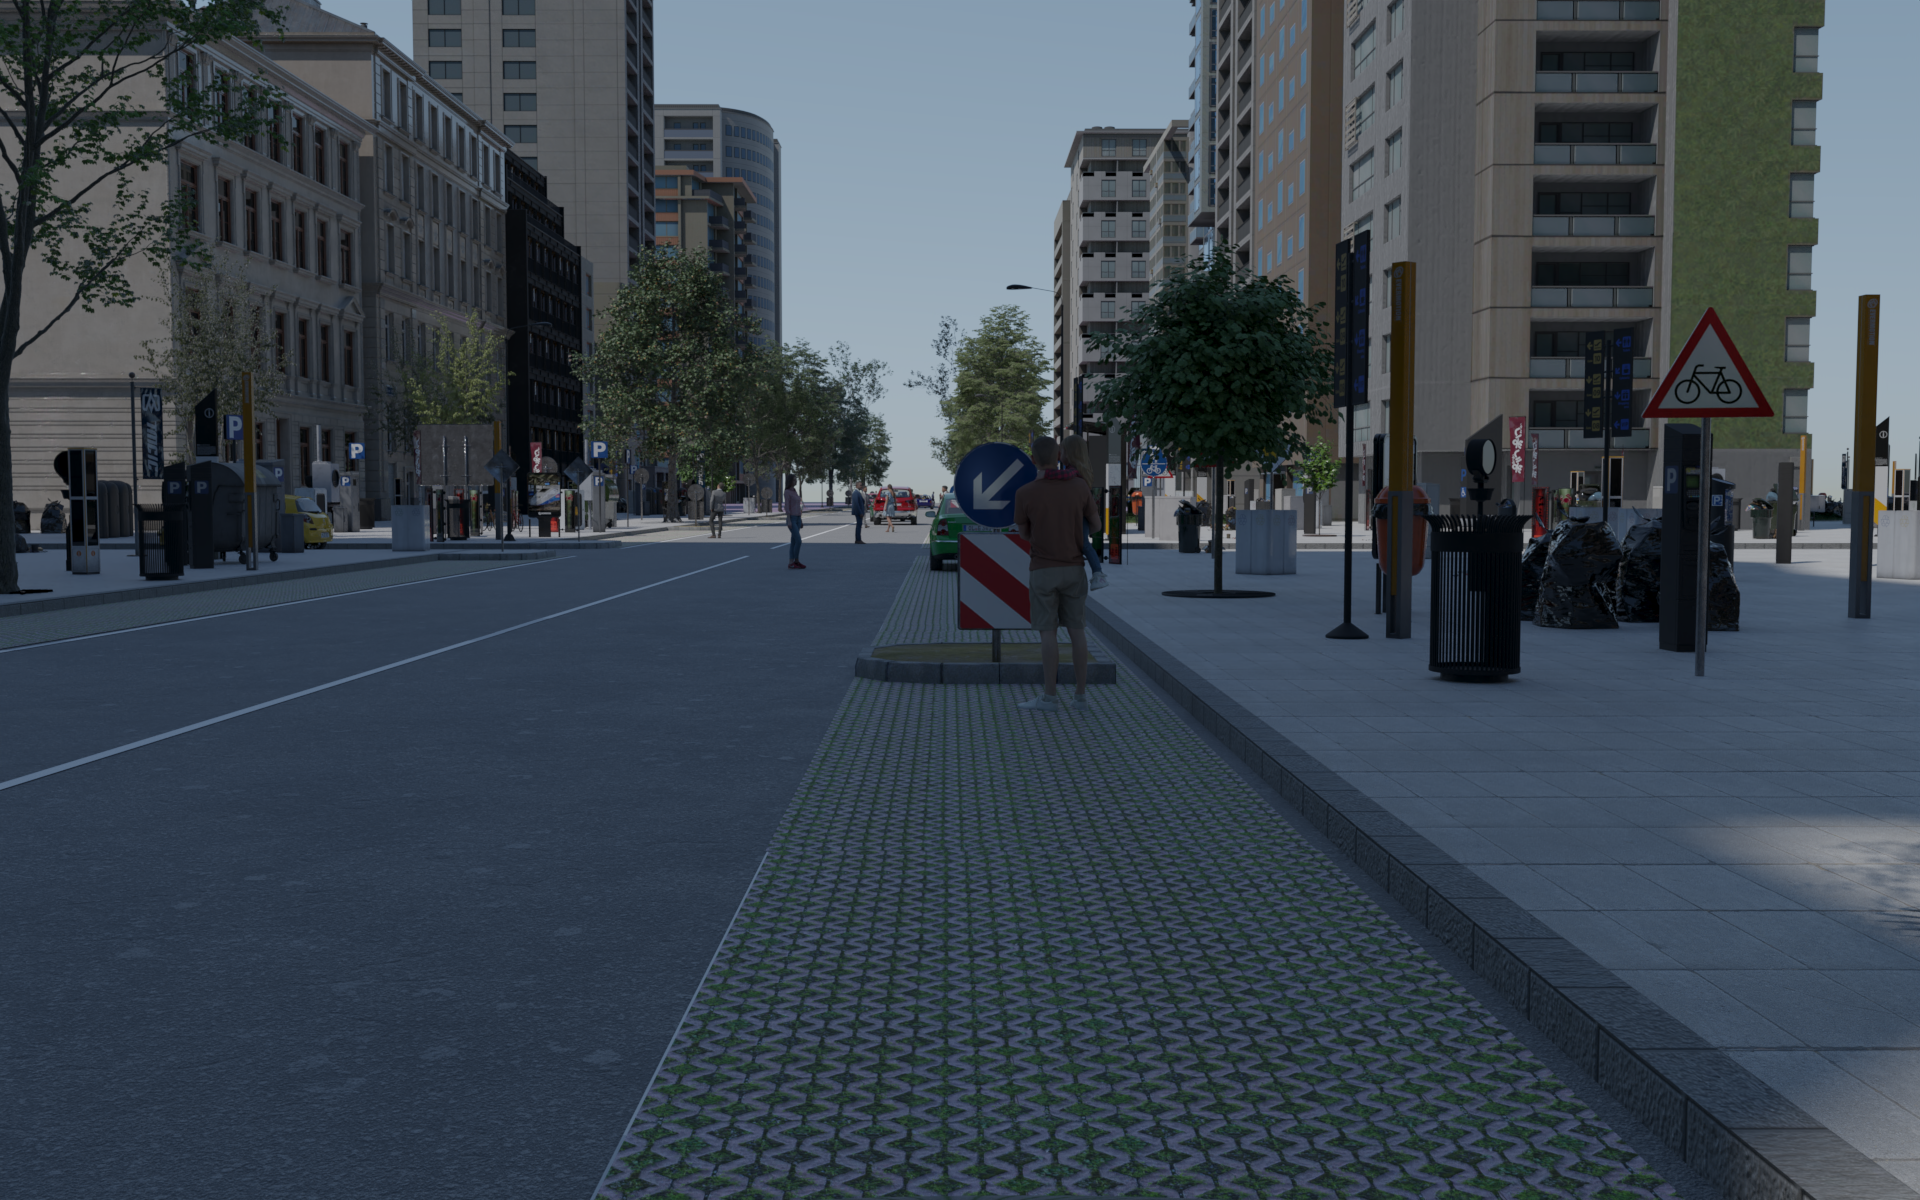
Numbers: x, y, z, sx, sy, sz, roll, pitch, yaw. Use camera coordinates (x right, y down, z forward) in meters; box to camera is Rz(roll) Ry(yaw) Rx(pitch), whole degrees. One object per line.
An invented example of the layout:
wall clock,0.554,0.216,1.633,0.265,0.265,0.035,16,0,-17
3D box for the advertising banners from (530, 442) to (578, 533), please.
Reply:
advertising banners,-13.580,-3.773,57.874,2.074,3.025,0.090,2,4,31

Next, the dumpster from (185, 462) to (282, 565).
dumpster,-13.552,-1.616,32.176,1.264,1.857,1.865,0,4,0

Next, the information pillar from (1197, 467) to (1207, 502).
information pillar,11.915,-5.738,85.168,0.504,3.616,0.183,-1,4,-10

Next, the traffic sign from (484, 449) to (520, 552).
traffic sign,-10.180,-2.132,38.494,0.795,2.450,0.064,0,4,0

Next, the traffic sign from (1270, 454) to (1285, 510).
traffic sign,5.259,-1.717,29.251,0.795,2.450,0.064,0,4,4

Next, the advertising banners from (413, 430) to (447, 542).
advertising banners,-14.309,-3.088,46.678,0.090,3.025,2.074,-3,4,-38

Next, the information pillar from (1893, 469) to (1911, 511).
information pillar,27.419,-2.810,50.429,0.304,2.012,0.304,-2,4,-25

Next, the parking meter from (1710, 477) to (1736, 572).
parking meter,11.329,-1.062,25.781,0.372,1.533,0.369,0,3,0

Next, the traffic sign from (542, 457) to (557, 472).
traffic sign,-14.126,-3.610,59.133,0.768,2.556,0.104,0,4,2

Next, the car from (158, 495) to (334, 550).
car,-17.386,-1.952,42.135,3.980,1.641,2.015,0,4,1

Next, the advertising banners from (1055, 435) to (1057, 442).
advertising banners,2.724,-3.334,50.691,0.090,3.025,2.074,1,4,10

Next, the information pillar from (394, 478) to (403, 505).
information pillar,-25.831,-4.599,79.687,0.304,2.012,0.304,-1,4,-10

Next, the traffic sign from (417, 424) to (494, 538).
traffic sign,-14.657,-3.451,50.302,2.265,3.308,0.079,0,4,6

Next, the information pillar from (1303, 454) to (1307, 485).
information pillar,15.408,-5.259,77.339,0.183,3.616,0.504,0,4,-4

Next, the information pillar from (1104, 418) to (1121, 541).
information pillar,4.209,-3.442,47.626,0.504,3.616,0.183,-3,4,-38

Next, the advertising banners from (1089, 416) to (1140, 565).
advertising banners,2.834,-2.168,31.643,0.090,3.025,2.074,-1,4,-21

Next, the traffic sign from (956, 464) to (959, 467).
traffic sign,0.314,-2.135,38.544,0.795,2.450,0.064,0,4,0

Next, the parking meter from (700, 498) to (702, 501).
parking meter,-15.796,-6.006,106.607,0.372,1.533,0.369,0,3,0

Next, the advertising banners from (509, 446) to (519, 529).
advertising banners,-16.421,-4.126,63.650,0.090,3.025,2.074,0,4,-5

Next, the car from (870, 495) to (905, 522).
car,-3.783,-4.840,90.937,2.131,1.459,4.920,0,4,-1

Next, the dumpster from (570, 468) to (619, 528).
dumpster,-13.681,-3.809,64.766,1.502,2.255,1.985,0,4,0

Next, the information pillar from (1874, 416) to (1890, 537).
information pillar,27.644,-3.714,52.071,0.504,3.616,0.183,2,4,33

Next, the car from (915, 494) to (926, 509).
car,-4.199,-9.969,173.223,2.015,1.641,3.980,0,4,-1

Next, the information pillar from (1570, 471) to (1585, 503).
information pillar,19.901,-3.142,55.867,0.304,2.012,0.304,-2,4,-27

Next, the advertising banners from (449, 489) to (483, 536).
advertising banners,-15.383,-3.489,53.238,2.074,3.025,0.090,3,4,37

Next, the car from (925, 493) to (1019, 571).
car,0.298,-1.519,33.629,1.959,1.807,4.718,0,4,-1

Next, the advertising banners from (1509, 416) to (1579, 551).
advertising banners,12.873,-2.576,38.308,0.090,3.025,2.074,-2,4,-27

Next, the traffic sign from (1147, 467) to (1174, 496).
traffic sign,6.740,-3.563,58.257,0.884,2.594,0.081,0,4,8

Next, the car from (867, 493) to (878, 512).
car,-6.724,-7.771,136.088,2.155,1.783,4.494,0,4,1

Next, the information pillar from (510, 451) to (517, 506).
information pillar,-22.336,-5.802,86.219,0.504,3.616,0.183,-1,4,-13

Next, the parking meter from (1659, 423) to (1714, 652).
parking meter,5.928,-0.516,14.143,0.255,1.863,0.399,0,4,-4

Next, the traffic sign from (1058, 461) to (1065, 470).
traffic sign,3.830,-3.997,65.458,0.768,2.556,0.104,0,4,1

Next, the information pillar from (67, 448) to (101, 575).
information pillar,-13.969,-1.415,27.627,0.304,2.012,0.304,1,4,14

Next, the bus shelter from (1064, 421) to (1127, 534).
bus shelter,4.511,-4.088,58.114,1.731,3.624,6.357,0,4,0

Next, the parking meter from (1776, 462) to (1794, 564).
parking meter,15.218,-1.605,31.953,0.255,1.863,0.399,2,4,24

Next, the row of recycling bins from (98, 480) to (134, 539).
row of recycling bins,-25.250,-2.699,51.234,1.069,1.692,3.534,-1,4,-11

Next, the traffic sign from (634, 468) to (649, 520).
traffic sign,-15.607,-5.184,84.859,0.768,2.556,0.104,0,4,8

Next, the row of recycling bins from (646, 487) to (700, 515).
row of recycling bins,-18.291,-6.389,111.578,3.534,1.692,1.069,-3,5,-39

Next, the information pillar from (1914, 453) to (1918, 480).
information pillar,55.110,-6.638,99.888,0.183,3.616,0.504,3,4,36

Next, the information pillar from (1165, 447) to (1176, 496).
information pillar,9.506,-5.307,78.122,0.504,3.616,0.183,2,4,25

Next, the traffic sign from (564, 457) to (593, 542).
traffic sign,-10.234,-2.620,46.479,0.795,2.450,0.064,0,4,0

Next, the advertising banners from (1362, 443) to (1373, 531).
advertising banners,14.323,-3.950,60.762,0.090,3.025,2.074,2,4,26

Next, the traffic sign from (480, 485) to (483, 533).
traffic sign,-15.330,-3.385,55.449,0.768,2.556,0.104,0,4,5

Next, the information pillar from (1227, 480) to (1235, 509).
information pillar,14.248,-5.293,91.033,0.304,2.012,0.304,-1,4,-22

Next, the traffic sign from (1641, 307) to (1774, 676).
traffic sign,5.216,-0.742,12.140,0.884,2.594,0.081,0,4,7

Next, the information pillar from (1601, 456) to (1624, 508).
information pillar,12.779,-1.803,33.964,0.304,2.012,0.304,0,4,-6

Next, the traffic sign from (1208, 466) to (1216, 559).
traffic sign,5.024,-2.099,34.315,0.884,2.594,0.081,0,4,5

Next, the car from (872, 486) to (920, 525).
car,-3.027,-4.453,81.476,2.281,1.827,5.304,0,4,-1

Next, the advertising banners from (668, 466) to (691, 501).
advertising banners,-16.258,-6.449,101.623,2.074,3.025,0.090,-3,5,-42

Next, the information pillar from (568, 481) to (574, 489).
information pillar,-21.819,-5.669,97.176,0.304,2.012,0.304,0,4,-3

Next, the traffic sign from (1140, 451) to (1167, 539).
traffic sign,5.568,-3.042,49.836,0.768,2.556,0.104,0,4,6

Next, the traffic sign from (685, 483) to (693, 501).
traffic sign,-14.733,-5.827,95.278,0.884,2.594,0.081,0,4,7

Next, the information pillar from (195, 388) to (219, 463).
information pillar,-16.620,-2.871,38.296,0.504,3.616,0.183,0,4,2

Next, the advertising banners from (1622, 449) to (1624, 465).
advertising banners,23.074,-3.926,60.377,0.090,3.025,2.074,1,4,22

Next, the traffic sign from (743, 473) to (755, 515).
traffic sign,-12.733,-6.381,104.436,0.768,2.556,0.104,0,4,3

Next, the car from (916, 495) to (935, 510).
car,-3.344,-9.121,161.707,1.945,1.354,3.894,0,4,1
